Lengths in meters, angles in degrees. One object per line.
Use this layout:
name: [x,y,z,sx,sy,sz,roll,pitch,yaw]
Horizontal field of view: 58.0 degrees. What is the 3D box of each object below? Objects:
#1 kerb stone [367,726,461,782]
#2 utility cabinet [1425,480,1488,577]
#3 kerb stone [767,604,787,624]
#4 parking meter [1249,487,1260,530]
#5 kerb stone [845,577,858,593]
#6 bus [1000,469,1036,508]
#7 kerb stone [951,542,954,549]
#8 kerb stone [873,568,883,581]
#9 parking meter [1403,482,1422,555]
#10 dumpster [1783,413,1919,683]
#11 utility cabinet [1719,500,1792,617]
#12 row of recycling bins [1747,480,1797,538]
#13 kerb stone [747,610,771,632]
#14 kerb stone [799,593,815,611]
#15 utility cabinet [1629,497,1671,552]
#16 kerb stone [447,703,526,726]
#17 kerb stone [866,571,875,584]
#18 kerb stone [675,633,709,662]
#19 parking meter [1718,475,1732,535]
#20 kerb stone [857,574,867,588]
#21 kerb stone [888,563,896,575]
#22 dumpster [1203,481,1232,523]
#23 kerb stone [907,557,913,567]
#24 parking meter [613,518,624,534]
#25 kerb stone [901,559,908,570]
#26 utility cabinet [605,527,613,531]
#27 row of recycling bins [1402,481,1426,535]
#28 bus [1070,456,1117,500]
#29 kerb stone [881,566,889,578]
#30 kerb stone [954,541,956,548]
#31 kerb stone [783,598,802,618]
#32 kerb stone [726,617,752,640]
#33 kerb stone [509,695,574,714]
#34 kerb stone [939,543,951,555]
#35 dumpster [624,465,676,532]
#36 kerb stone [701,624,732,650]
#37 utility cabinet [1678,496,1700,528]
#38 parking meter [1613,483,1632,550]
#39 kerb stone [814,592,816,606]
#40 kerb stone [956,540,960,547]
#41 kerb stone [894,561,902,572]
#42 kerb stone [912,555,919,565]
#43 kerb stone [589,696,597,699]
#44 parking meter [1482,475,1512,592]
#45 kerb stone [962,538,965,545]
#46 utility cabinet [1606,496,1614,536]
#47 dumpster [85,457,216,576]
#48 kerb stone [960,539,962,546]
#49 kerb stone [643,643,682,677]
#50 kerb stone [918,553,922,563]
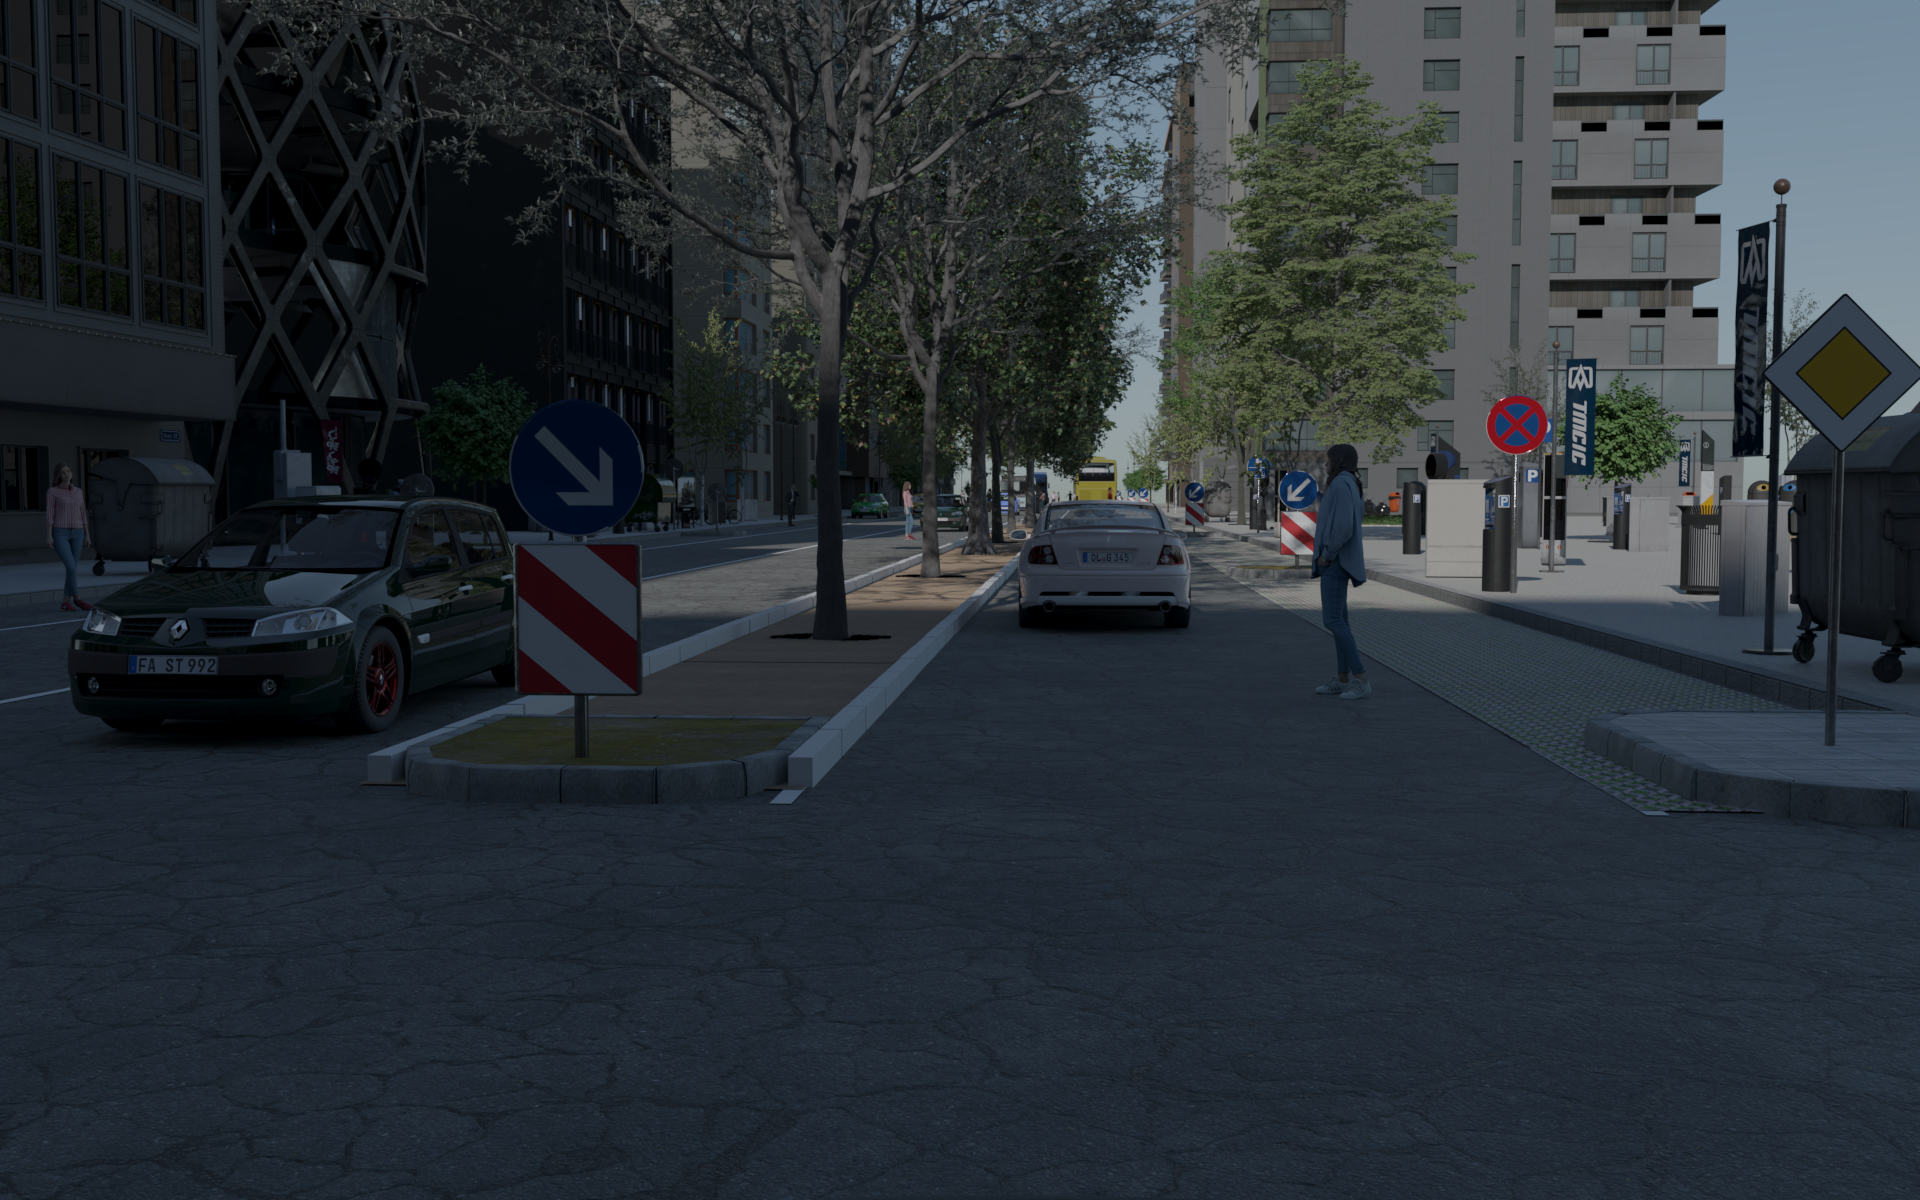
kerb stone: [-2.832,0.812,9.056,0.120,0.150,1.000,0,4,4]
utility cabinet: [7.750,-1.092,26.535,1.173,1.500,0.318,1,4,12]
kerb stone: [-2.094,0.182,19.270,0.120,0.150,1.000,0,4,4]
parking meter: [10.610,-3.298,62.333,0.372,1.533,0.369,0,3,0]
kerb stone: [-1.656,-0.196,25.402,0.120,0.150,1.000,0,4,4]
bus: [5.060,-9.415,148.789,2.948,3.499,13.247,0,4,4]
kerb stone: [-0.318,-1.318,43.821,0.120,0.150,1.000,0,4,4]
kerb stone: [-1.427,-0.384,28.477,0.120,0.150,1.000,0,4,4]
parking meter: [9.608,-1.736,36.803,0.372,1.533,0.369,0,3,0]
dumpster: [6.860,-0.404,12.361,1.264,1.857,1.865,0,4,4]
utility cabinet: [8.509,-0.450,18.514,1.020,1.237,0.306,-3,5,-40]
row of recycling bins: [24.976,-2.686,51.021,1.069,1.692,3.534,-3,5,-42]
kerb stone: [-2.172,0.245,18.251,0.120,0.150,1.000,0,4,4]
kerb stone: [-1.952,0.054,21.310,0.120,0.150,1.000,0,4,4]
utility cabinet: [15.307,-1.670,38.467,1.020,1.237,0.306,-2,4,-31]
kerb stone: [-2.762,0.747,10.080,0.120,0.150,1.000,0,4,4]
kerb stone: [-1.509,-0.321,27.441,0.120,0.150,1.000,0,4,4]
kerb stone: [-2.395,0.431,15.193,0.120,0.150,1.000,0,4,4]
parking meter: [23.838,-2.952,53.979,0.255,1.863,0.399,0,4,0]
kerb stone: [-1.575,-0.258,26.420,0.120,0.150,1.000,0,4,4]
kerb stone: [-1.292,-0.505,30.518,0.120,0.150,1.000,0,4,4]
dumpster: [11.664,-4.444,78.421,1.264,1.857,1.865,0,4,4]
kerb stone: [-1.065,-0.695,33.577,0.120,0.150,1.000,0,4,4]
parking meter: [-11.022,-2.903,55.867,0.372,1.533,0.369,0,3,0]
kerb stone: [-1.128,-0.627,32.555,0.120,0.150,1.000,0,4,4]
utility cabinet: [-12.139,-3.000,60.217,0.306,1.237,1.020,2,4,26]
row of recycling bins: [15.232,-2.836,53.481,1.069,1.692,3.534,-3,5,-43]
bus: [8.647,-7.371,112.068,2.896,3.916,12.252,0,4,3]
kerb stone: [-1.361,-0.447,29.497,0.120,0.150,1.000,0,4,4]
kerb stone: [-0.253,-1.384,44.840,0.120,0.150,1.000,0,4,4]
kerb stone: [-2.019,0.117,20.290,0.120,0.150,1.000,0,4,4]
kerb stone: [-2.254,0.305,17.232,0.120,0.150,1.000,0,4,4]
kerb stone: [-2.684,0.679,11.101,0.120,0.150,1.000,0,4,4]
kerb stone: [-0.393,-1.259,42.801,0.120,0.150,1.000,0,4,4]
dumpster: [-10.558,-3.432,58.611,1.502,2.255,1.985,0,4,4]
kerb stone: [-2.323,0.366,16.212,0.120,0.150,1.000,0,4,4]
utility cabinet: [27.908,-3.354,66.001,1.020,1.237,0.306,-1,4,-11]
parking meter: [15.295,-1.932,40.004,0.372,1.533,0.369,0,3,0]
kerb stone: [-1.871,-0.005,22.340,0.120,0.150,1.000,0,4,4]
kerb stone: [-0.174,-1.447,45.869,0.120,0.150,1.000,0,4,4]
kerb stone: [-1.207,-0.571,31.536,0.120,0.150,1.000,0,4,4]
kerb stone: [-0.985,-0.756,34.602,0.120,0.150,1.000,0,4,4]
kerb stone: [-2.617,0.616,12.123,0.120,0.150,1.000,0,4,4]
parking meter: [7.071,-0.879,22.789,0.372,1.533,0.369,0,3,0]
kerb stone: [-0.031,-1.573,47.917,0.120,0.150,1.000,0,4,4]
utility cabinet: [20.310,-2.573,53.234,0.306,1.237,1.020,-1,4,-16]
dumpster: [-12.937,-1.342,27.707,1.264,1.857,1.865,0,4,4]
kerb stone: [-0.100,-1.510,46.897,0.120,0.150,1.000,0,4,4]
kerb stone: [-2.468,0.492,14.162,0.120,0.150,1.000,0,4,4]
kerb stone: [-0.918,-0.822,35.631,0.120,0.150,1.000,0,4,4]
